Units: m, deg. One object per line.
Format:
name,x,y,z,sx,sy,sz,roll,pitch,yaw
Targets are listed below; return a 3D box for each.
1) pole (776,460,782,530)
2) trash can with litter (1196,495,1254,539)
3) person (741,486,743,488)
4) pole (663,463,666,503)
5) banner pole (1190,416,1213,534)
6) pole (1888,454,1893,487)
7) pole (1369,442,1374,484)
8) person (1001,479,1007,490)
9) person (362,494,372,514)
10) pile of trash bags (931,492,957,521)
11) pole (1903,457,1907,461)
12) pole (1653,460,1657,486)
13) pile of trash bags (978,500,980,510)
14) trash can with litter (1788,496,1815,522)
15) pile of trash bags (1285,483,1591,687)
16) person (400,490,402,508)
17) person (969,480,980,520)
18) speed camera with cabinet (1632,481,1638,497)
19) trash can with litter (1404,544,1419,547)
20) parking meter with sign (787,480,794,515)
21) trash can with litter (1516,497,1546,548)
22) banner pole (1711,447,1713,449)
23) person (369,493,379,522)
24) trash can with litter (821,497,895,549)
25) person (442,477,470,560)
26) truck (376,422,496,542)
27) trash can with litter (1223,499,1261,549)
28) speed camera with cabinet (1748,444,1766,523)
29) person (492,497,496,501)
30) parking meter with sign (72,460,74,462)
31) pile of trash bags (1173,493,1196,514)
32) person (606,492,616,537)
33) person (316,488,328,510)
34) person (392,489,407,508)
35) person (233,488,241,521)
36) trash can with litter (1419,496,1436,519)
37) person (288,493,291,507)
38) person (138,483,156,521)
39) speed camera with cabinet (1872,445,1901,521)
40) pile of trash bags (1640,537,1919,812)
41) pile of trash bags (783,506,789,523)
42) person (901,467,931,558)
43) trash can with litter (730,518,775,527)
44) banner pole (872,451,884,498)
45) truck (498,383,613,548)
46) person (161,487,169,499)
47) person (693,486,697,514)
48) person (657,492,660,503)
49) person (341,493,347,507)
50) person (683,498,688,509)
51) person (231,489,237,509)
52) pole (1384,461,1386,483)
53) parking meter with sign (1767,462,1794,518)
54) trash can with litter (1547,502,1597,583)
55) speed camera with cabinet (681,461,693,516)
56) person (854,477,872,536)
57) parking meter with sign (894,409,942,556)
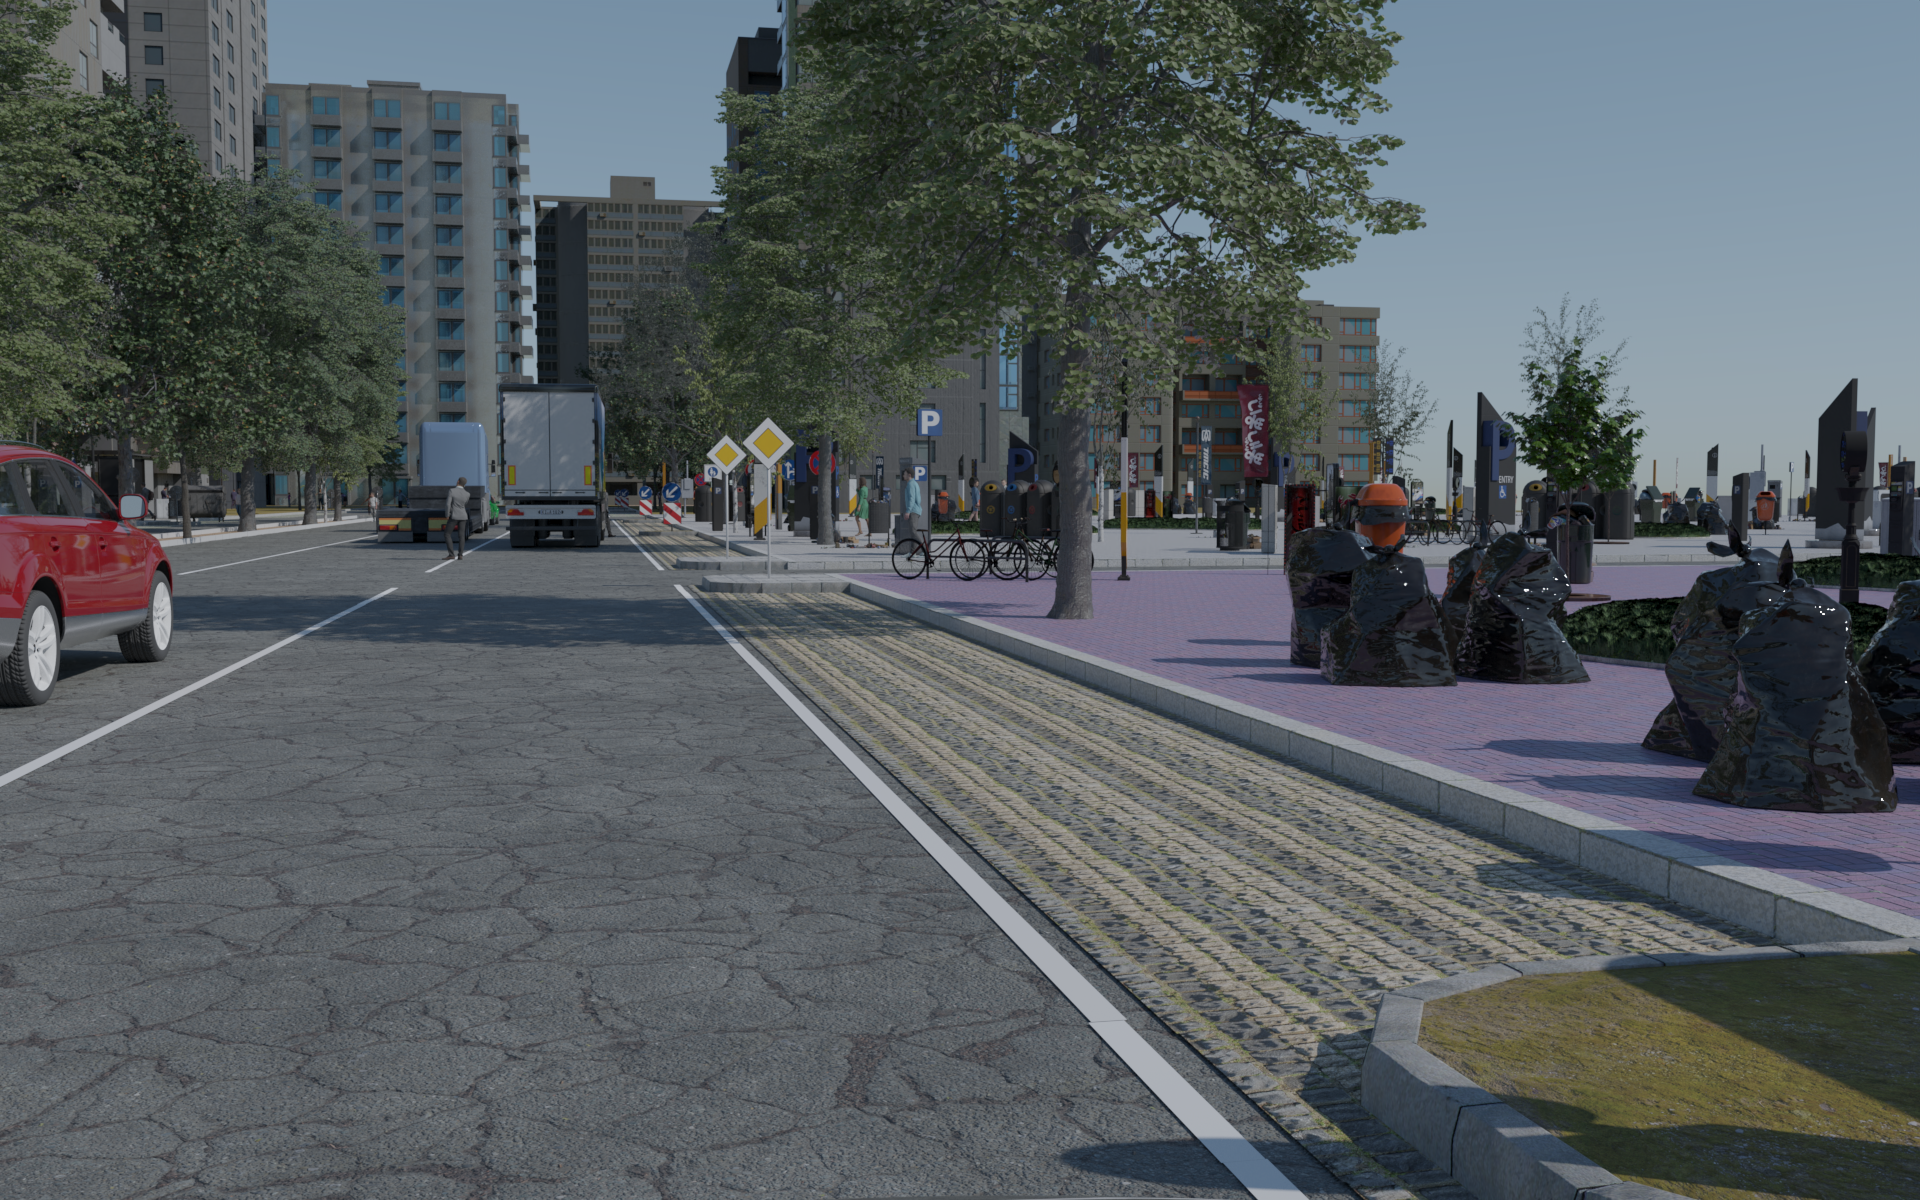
pole,-6.505,-4.182,62.211,0.158,3.312,0.155,0,3,0
trash can with litter,8.037,-2.406,50.388,1.678,1.210,2.233,-2,4,-26
person,-14.394,-6.611,114.208,1.350,1.814,0.705,0,4,2
pole,-17.430,-6.620,102.080,0.158,3.312,0.155,0,3,0
banner pole,7.828,-4.033,55.948,0.863,3.779,0.401,-2,4,-35
pole,47.790,-5.821,89.012,0.158,3.312,0.155,0,3,0
pole,16.167,-4.542,68.105,0.158,3.312,0.155,0,3,0
person,1.595,-3.382,61.462,0.709,1.813,0.853,1,4,22
person,-36.997,-5.924,108.621,1.065,1.426,0.557,0,4,-2
pile of trash bags,-1.070,-4.035,75.721,1.912,1.369,3.447,-1,4,-15
pole,51.837,-6.193,95.099,0.158,3.312,0.155,0,3,0
pole,41.125,-6.651,102.579,0.158,3.312,0.155,0,3,0
pile of trash bags,2.023,-5.048,92.294,3.447,1.369,1.912,-3,5,-43
trash can with litter,39.365,-4.258,80.679,1.678,1.210,2.233,-1,4,-11
pile of trash bags,3.418,-0.207,13.135,1.912,1.369,3.447,0,4,3
person,-49.674,-8.879,153.680,0.705,1.823,1.348,-2,4,-27
person,0.562,-3.828,68.647,0.654,1.822,0.581,0,4,-1
speed camera with cabinet,45.807,-7.679,119.880,2.038,3.252,0.660,-1,4,-8
trash can with litter,10.036,-1.860,41.461,2.233,1.210,1.678,-1,4,-10
parking meter with sign,-10.010,-6.564,103.587,0.543,3.016,1.738,-2,4,-27
trash can with litter,13.407,-1.846,41.246,1.678,1.210,2.233,2,4,35
banner pole,40.170,-6.266,92.461,0.401,3.779,0.863,1,4,15
person,-30.445,-4.826,90.008,0.503,1.515,0.523,-1,4,-20
trash can with litter,-2.340,-1.853,41.357,2.233,1.210,1.678,-2,4,-24
person,-10.981,-1.776,37.721,0.592,1.802,0.473,-2,4,-30
truck,-17.758,-4.256,59.343,2.967,4.110,18.799,-1,4,-13
trash can with litter,6.582,-1.771,40.350,1.055,1.170,0.624,-3,5,-41
speed camera with cabinet,31.979,-4.610,69.702,0.660,3.252,2.038,1,4,20
person,-30.567,-6.275,111.811,1.217,1.736,0.721,-1,4,-8
parking meter with sign,-37.257,-4.730,73.591,0.543,3.016,1.738,0,4,6
pile of trash bags,14.256,-6.148,110.269,1.912,1.369,3.447,1,4,20
person,-11.720,-2.938,56.941,0.834,1.777,0.661,2,4,30
person,-51.669,-8.142,139.887,1.217,1.735,0.721,-1,4,-9
person,-46.260,-8.231,143.066,1.348,1.826,0.705,1,4,11
person,-37.865,-5.004,90.984,0.731,1.740,0.598,0,4,0
trash can with litter,26.264,-5.277,97.661,0.624,1.170,1.055,-2,4,-25
person,-65.487,-9.765,168.918,0.599,1.433,0.991,1,4,11
person,-39.027,-4.711,83.027,0.822,1.834,0.622,0,4,-8
speed camera with cabinet,37.433,-4.608,69.671,2.038,3.252,0.660,-1,4,-23
pile of trash bags,4.010,0.157,7.188,1.912,1.369,3.447,1,4,15
pile of trash bags,-6.302,-4.013,75.366,1.912,1.369,3.447,-2,4,-29
person,-0.891,-1.759,34.816,0.620,1.820,0.660,0,4,4
trash can with litter,-8.024,-3.542,68.963,1.678,1.210,2.233,-3,4,-37
banner pole,-4.817,-6.762,100.582,0.863,3.779,0.401,0,4,3
truck,-11.444,-3.709,49.555,2.839,4.237,11.283,-1,4,-10
person,-54.099,-6.814,117.895,0.683,1.767,0.568,3,4,36
person,-17.185,-6.527,112.715,0.705,1.831,1.348,1,4,11
person,-31.395,-10.657,181.217,0.436,1.711,0.756,1,4,21
person,-62.296,-10.142,175.089,0.697,1.427,0.421,1,4,20
person,-24.077,-8.727,151.950,0.599,1.433,0.991,1,4,11
person,-61.509,-8.552,146.781,0.541,1.710,0.530,0,4,-2
pole,26.260,-6.928,107.122,0.158,3.312,0.155,0,3,0
parking meter with sign,44.584,-6.025,94.770,1.738,3.016,0.543,3,5,41
trash can with litter,8.875,-0.836,25.054,0.624,1.170,1.055,2,4,25
speed camera with cabinet,-15.488,-6.623,102.618,2.038,3.252,0.660,-1,4,-15
person,-2.925,-2.815,52.314,0.529,1.795,0.600,0,4,2
parking meter with sign,-0.944,-2.455,36.393,0.543,3.016,1.738,-1,4,-22
